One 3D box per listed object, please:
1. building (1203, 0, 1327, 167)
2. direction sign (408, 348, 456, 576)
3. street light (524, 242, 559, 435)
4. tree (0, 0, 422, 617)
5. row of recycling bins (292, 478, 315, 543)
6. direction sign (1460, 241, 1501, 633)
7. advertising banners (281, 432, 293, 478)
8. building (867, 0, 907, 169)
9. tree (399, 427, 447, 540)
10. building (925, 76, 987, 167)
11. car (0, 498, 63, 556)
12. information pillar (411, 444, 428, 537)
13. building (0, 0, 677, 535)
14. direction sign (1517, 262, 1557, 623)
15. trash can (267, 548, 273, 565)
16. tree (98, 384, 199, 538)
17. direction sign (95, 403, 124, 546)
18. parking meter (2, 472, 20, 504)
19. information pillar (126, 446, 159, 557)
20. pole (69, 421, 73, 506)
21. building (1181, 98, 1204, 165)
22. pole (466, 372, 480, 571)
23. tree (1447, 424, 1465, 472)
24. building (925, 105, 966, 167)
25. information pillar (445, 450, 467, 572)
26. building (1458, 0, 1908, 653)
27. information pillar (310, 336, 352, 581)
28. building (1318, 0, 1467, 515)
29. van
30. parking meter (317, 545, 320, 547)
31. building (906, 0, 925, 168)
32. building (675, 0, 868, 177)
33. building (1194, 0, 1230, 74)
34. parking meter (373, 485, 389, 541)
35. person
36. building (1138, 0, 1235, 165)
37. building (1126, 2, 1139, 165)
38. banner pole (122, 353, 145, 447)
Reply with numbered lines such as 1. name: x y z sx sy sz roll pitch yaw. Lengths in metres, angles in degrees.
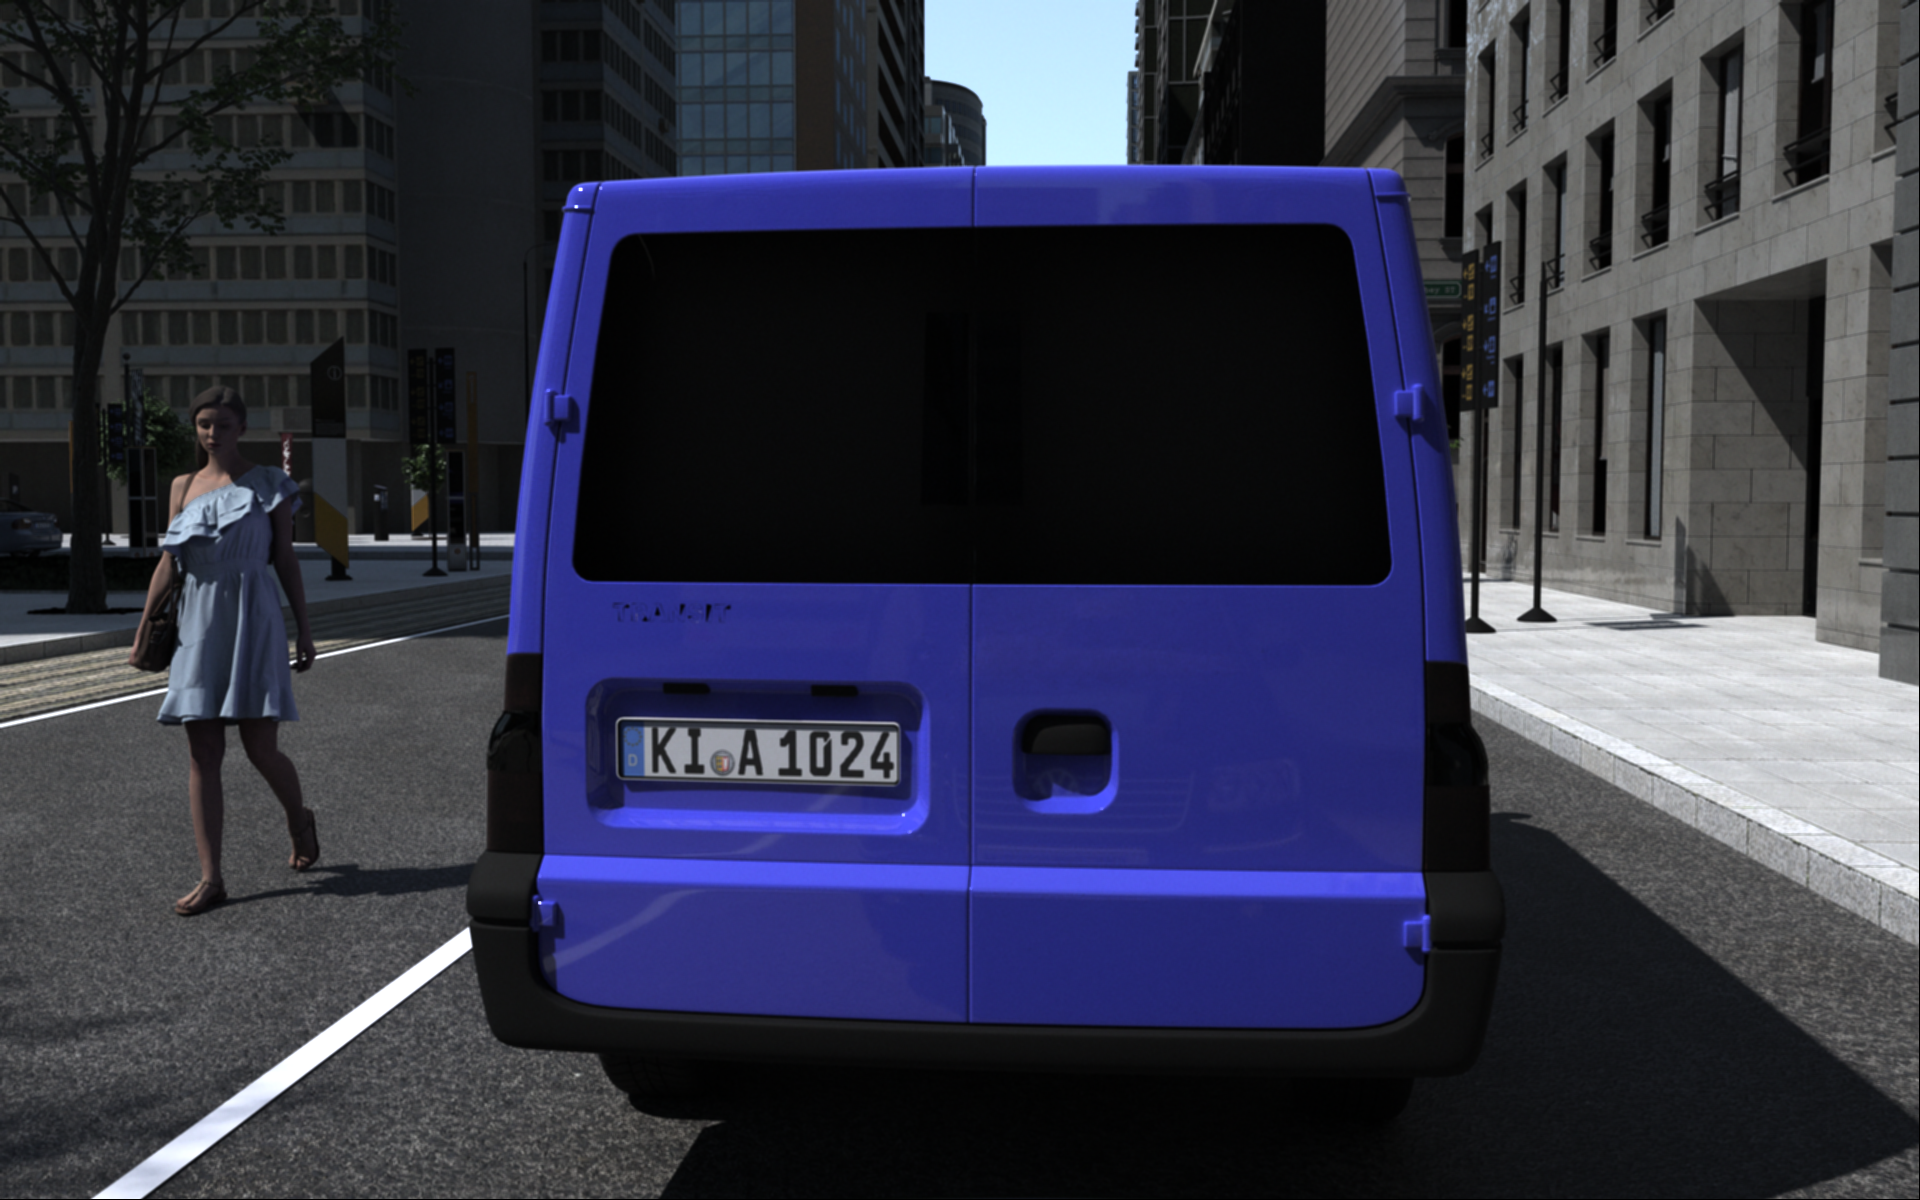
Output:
1. building: 15.666 -14.292 63.345 12.332 23.373 15.834 0 4 4
2. direction sign: -8.224 -2.143 27.028 0.876 3.537 0.379 1 4 23
3. street light: -7.334 -3.605 31.476 1.470 5.913 1.316 0 4 4
4. tree: -9.242 -5.664 18.357 9.928 11.665 9.643 0 3 0
5. row of recycling bins: -18.276 -2.392 46.228 3.534 1.692 1.069 2 4 30
6. direction sign: 4.787 -1.469 16.009 0.379 3.537 0.876 0 4 -4
7. advertising banners: -19.728 -3.266 49.594 2.074 3.025 0.090 2 4 33
8. building: -15.445 -30.697 125.599 21.300 48.544 21.600 0 4 4
9. tree: -15.049 -3.319 48.870 1.663 3.219 1.824 0 3 0
10. building: -7.451 -43.049 245.841 21.231 58.520 28.212 0 4 4
11. car: -21.181 -1.476 36.129 4.499 1.417 2.014 0 4 4
12. information pillar: -16.356 -3.731 52.359 0.504 3.616 0.183 -2 4 -30
13. building: -24.063 -22.805 64.743 32.217 40.220 23.993 0 4 4
14. direction sign: 5.820 -1.552 17.369 0.379 3.537 0.876 1 4 19
15. trash can: -12.798 -1.220 31.597 0.748 1.137 0.748 0 3 0
16. tree: -24.237 -4.135 51.317 4.285 4.588 4.351 0 3 0
17. direction sign: -21.321 -3.133 43.220 0.876 3.537 0.379 -3 5 -43
18. parking meter: -25.539 -2.504 46.647 0.255 1.863 0.399 1 4 8
19. information pillar: -12.674 -1.368 26.865 0.304 2.012 0.304 1 4 17
20. pole: -24.705 -3.330 48.297 0.158 3.312 0.155 0 3 0
21. building: 15.872 -14.224 81.711 9.793 20.994 18.267 0 4 4
22. pole: -8.170 -2.153 29.049 0.158 3.312 0.155 0 3 0
23. tree: 6.402 -1.855 24.925 1.663 3.219 1.824 0 3 0
24. building: -10.715 -36.471 215.902 23.786 49.044 30.456 0 4 4
25. information pillar: -8.367 -1.484 28.752 0.304 2.012 0.304 -1 4 -20
26. building: 12.992 -10.090 19.729 10.420 20.320 16.860 0 4 4
27. information pillar: -9.312 -2.096 25.621 0.504 3.616 0.183 -3 4 -38
28. building: 21.616 -15.760 45.064 23.554 28.519 14.401 0 4 4
29. van: 0.263 -0.080 5.697 2.240 2.365 5.245 0 4 5
30. parking meter: -15.300 -2.038 41.730 0.372 1.533 0.369 0 3 0
31. building: -11.741 -44.546 166.578 20.563 71.187 20.611 0 4 4
32. building: -12.598 -27.014 91.790 14.600 45.320 14.200 0 4 4
33. building: 30.607 -26.767 129.515 32.217 40.220 23.993 0 4 4
34. parking meter: -15.870 -2.389 47.478 0.372 1.533 0.369 0 3 0
35. person: -2.628 0.146 6.200 0.616 1.811 0.778 0 4 7
36. building: 30.458 -47.519 215.179 20.563 71.187 20.611 0 4 4
37. building: 33.417 -57.638 255.046 22.319 86.520 31.000 0 4 4
38. banner pole: -14.588 -2.484 30.634 0.863 3.779 0.401 3 5 41
